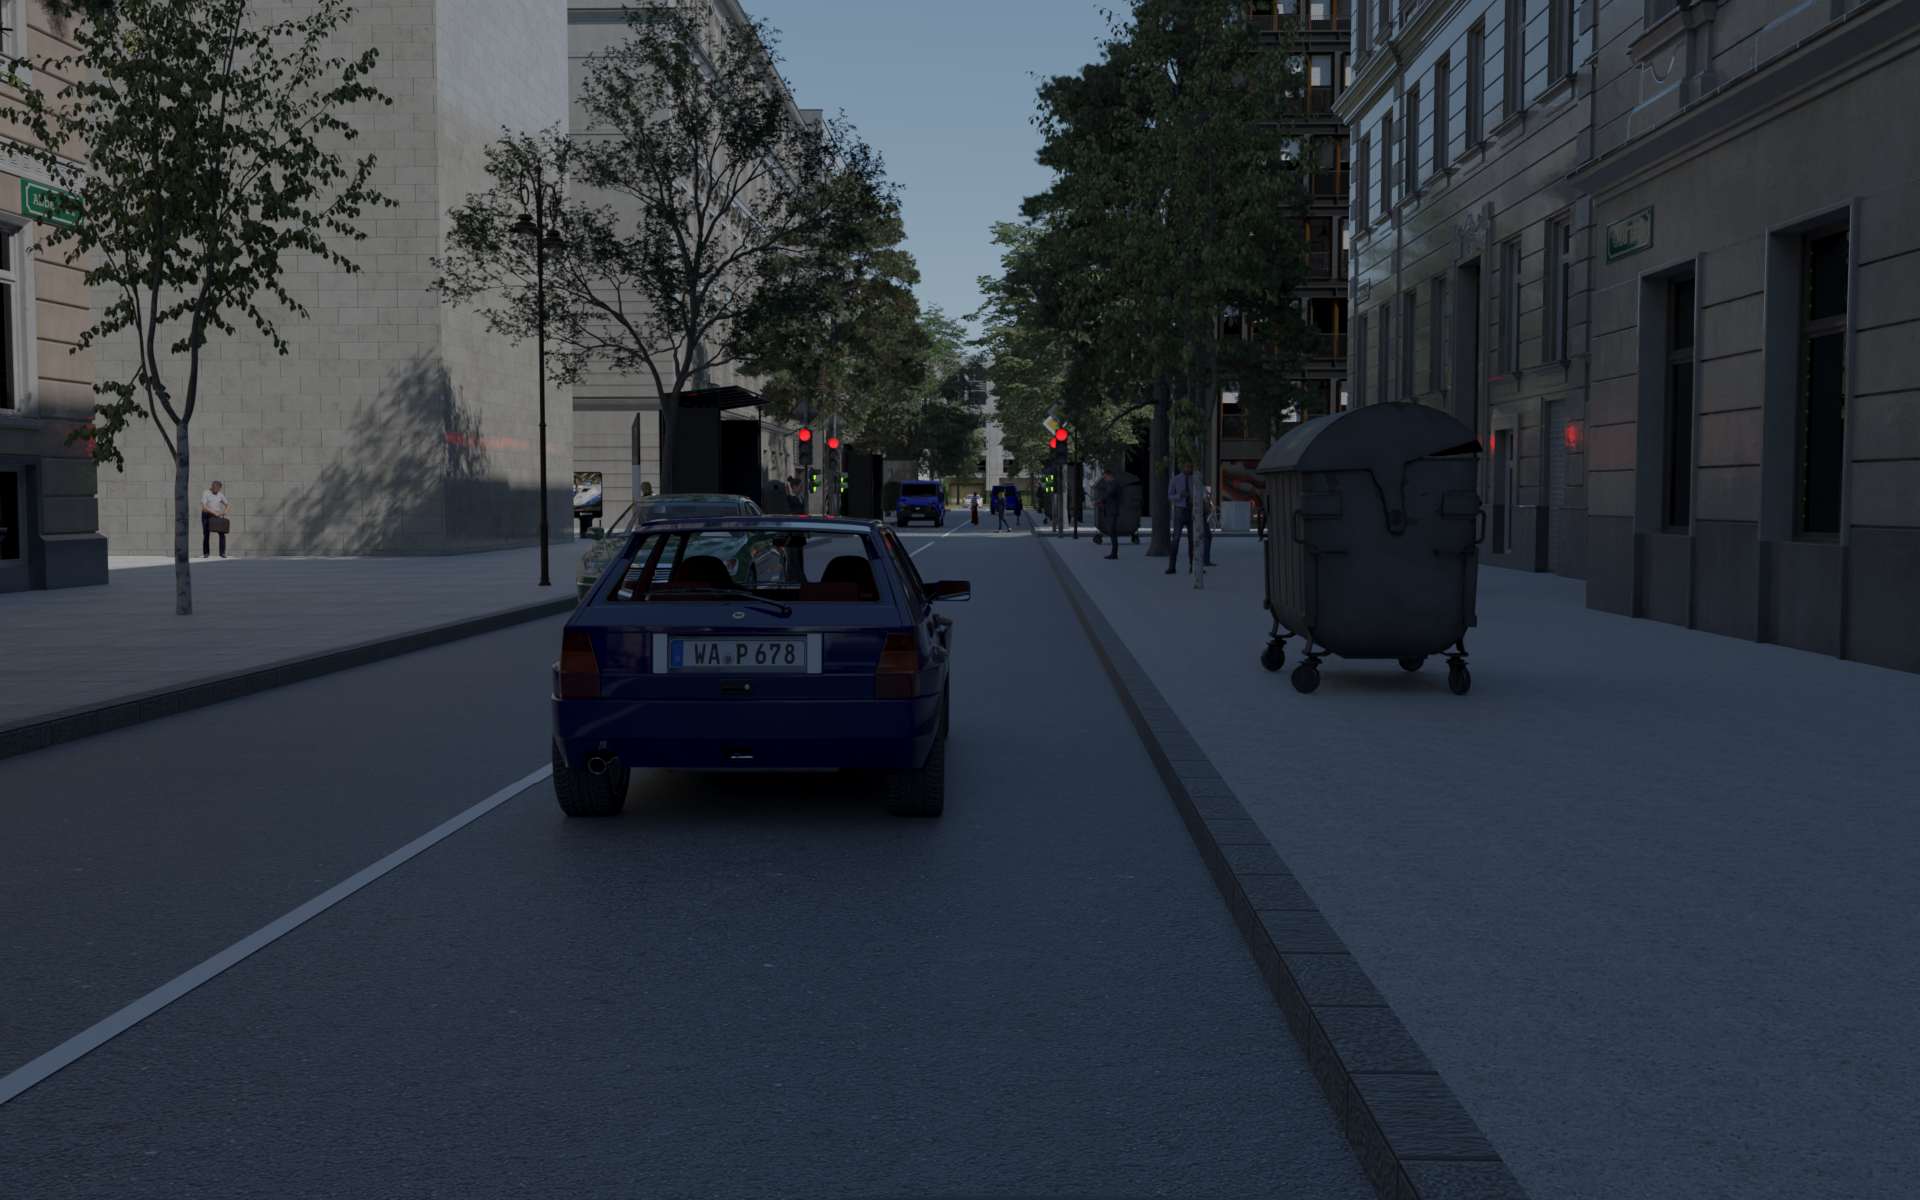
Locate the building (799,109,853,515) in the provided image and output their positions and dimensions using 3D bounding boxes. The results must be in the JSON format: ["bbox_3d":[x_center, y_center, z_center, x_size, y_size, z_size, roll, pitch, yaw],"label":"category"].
[{"bbox_3d":[-14.127,-18.275,116.817,12.078,24.808,19.932,0,4,2],"label":"building"}]

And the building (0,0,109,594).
[{"bbox_3d":[-18.643,-13.969,14.290,13.634,28.700,20.117,0,4,2],"label":"building"}]

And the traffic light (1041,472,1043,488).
[{"bbox_3d":[3.155,-4.210,58.084,0.839,4.213,0.868,0,4,2],"label":"traffic light"}]

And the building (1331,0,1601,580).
[{"bbox_3d":[15.139,-14.338,31.684,12.463,27.353,25.104,0,4,2],"label":"building"}]

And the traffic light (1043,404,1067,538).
[{"bbox_3d":[2.903,-3.722,50.103,0.839,4.213,0.868,0,4,2],"label":"traffic light"}]

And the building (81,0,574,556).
[{"bbox_3d":[-18.807,-11.357,40.441,16.860,20.320,10.420,0,4,2],"label":"building"}]

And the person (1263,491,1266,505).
[{"bbox_3d":[4.395,-1.028,23.298,0.683,1.767,0.568,1,4,22],"label":"person"}]

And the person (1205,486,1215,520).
[{"bbox_3d":[8.565,-3.179,60.225,0.569,1.553,0.471,-2,4,-26],"label":"person"}]

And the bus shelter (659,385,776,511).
[{"bbox_3d":[-5.580,-3.012,40.524,1.731,3.624,6.357,0,4,2],"label":"bus shelter"}]

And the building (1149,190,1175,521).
[{"bbox_3d":[15.502,-14.244,87.649,10.420,20.320,16.860,0,4,2],"label":"building"}]

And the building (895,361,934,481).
[{"bbox_3d":[-9.147,-22.871,230.359,11.380,20.091,16.016,0,4,2],"label":"building"}]

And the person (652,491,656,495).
[{"bbox_3d":[-10.521,-3.062,59.293,0.799,1.438,0.628,3,5,43],"label":"person"}]

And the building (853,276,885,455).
[{"bbox_3d":[-15.710,-17.332,149.828,16.747,18.905,31.486,0,4,2],"label":"building"}]

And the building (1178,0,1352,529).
[{"bbox_3d":[17.044,-14.605,68.475,15.834,23.373,12.332,0,4,2],"label":"building"}]

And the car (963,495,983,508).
[{"bbox_3d":[1.369,-10.314,180.998,2.083,1.381,4.827,0,4,3],"label":"car"}]

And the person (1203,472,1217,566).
[{"bbox_3d":[4.287,-1.468,30.989,0.436,1.711,0.756,-1,4,-23],"label":"person"}]

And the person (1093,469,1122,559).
[{"bbox_3d":[2.909,-1.696,34.224,0.568,1.767,0.683,-1,4,-11],"label":"person"}]

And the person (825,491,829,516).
[{"bbox_3d":[-6.329,-4.597,83.748,0.480,1.512,0.613,1,4,15],"label":"person"}]

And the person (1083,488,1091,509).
[{"bbox_3d":[10.731,-8.831,150.566,1.348,1.807,0.705,-1,4,-13],"label":"person"}]

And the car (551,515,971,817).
[{"bbox_3d":[-0.916,0.217,9.038,1.945,1.354,3.894,0,4,0],"label":"car"}]

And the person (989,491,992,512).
[{"bbox_3d":[2.646,-8.062,140.979,0.621,1.740,0.551,-2,4,-27],"label":"person"}]

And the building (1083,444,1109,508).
[{"bbox_3d":[17.319,-14.463,178.615,9.099,9.664,28.070,0,4,2],"label":"building"}]

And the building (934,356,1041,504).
[{"bbox_3d":[12.603,-22.268,230.532,31.486,18.905,16.747,0,4,2],"label":"building"}]

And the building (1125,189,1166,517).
[{"bbox_3d":[16.596,-16.769,103.846,12.332,23.373,15.834,0,4,2],"label":"building"}]

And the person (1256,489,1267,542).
[{"bbox_3d":[8.249,-2.381,46.436,0.593,1.643,0.415,-1,4,-10],"label":"person"}]

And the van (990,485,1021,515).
[{"bbox_3d":[3.161,-7.228,122.555,2.240,2.365,5.245,0,4,3],"label":"van"}]

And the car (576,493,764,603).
[{"bbox_3d":[-3.094,-0.499,19.950,2.131,1.459,4.920,0,4,1],"label":"car"}]

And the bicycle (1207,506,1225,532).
[{"bbox_3d":[8.710,-2.764,58.419,0.635,0.972,1.543,3,4,38],"label":"bicycle"}]

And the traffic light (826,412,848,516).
[{"bbox_3d":[-4.203,-4.224,58.299,0.839,4.213,0.868,0,4,2],"label":"traffic light"}]

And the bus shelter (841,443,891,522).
[{"bbox_3d":[-4.187,-5.307,78.053,1.731,3.624,6.357,0,4,2],"label":"bus shelter"}]

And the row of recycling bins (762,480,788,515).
[{"bbox_3d":[-6.738,-2.656,50.542,3.534,1.692,1.069,0,4,8],"label":"row of recycling bins"}]

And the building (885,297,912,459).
[{"bbox_3d":[-21.916,-21.302,192.255,32.646,21.610,27.936,0,4,2],"label":"building"}]

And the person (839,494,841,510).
[{"bbox_3d":[-6.940,-5.632,100.329,0.569,1.553,0.471,-1,4,-11],"label":"person"}]

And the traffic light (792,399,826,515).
[{"bbox_3d":[-4.455,-3.735,50.318,0.839,4.213,0.868,0,4,2],"label":"traffic light"}]

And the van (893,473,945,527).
[{"bbox_3d":[-1.716,-4.396,76.260,2.240,2.365,5.245,0,4,2],"label":"van"}]

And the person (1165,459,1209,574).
[{"bbox_3d":[3.643,-1.332,27.693,0.709,1.838,0.599,-1,4,-15],"label":"person"}]

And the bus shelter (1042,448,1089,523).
[{"bbox_3d":[4.784,-5.231,79.448,2.014,3.302,5.546,0,4,2],"label":"bus shelter"}]

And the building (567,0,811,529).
[{"bbox_3d":[-17.752,-18.853,84.668,17.030,29.872,44.131,0,4,2],"label":"building"}]

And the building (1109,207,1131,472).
[{"bbox_3d":[17.151,-18.604,122.194,12.078,24.808,19.932,0,4,2],"label":"building"}]
